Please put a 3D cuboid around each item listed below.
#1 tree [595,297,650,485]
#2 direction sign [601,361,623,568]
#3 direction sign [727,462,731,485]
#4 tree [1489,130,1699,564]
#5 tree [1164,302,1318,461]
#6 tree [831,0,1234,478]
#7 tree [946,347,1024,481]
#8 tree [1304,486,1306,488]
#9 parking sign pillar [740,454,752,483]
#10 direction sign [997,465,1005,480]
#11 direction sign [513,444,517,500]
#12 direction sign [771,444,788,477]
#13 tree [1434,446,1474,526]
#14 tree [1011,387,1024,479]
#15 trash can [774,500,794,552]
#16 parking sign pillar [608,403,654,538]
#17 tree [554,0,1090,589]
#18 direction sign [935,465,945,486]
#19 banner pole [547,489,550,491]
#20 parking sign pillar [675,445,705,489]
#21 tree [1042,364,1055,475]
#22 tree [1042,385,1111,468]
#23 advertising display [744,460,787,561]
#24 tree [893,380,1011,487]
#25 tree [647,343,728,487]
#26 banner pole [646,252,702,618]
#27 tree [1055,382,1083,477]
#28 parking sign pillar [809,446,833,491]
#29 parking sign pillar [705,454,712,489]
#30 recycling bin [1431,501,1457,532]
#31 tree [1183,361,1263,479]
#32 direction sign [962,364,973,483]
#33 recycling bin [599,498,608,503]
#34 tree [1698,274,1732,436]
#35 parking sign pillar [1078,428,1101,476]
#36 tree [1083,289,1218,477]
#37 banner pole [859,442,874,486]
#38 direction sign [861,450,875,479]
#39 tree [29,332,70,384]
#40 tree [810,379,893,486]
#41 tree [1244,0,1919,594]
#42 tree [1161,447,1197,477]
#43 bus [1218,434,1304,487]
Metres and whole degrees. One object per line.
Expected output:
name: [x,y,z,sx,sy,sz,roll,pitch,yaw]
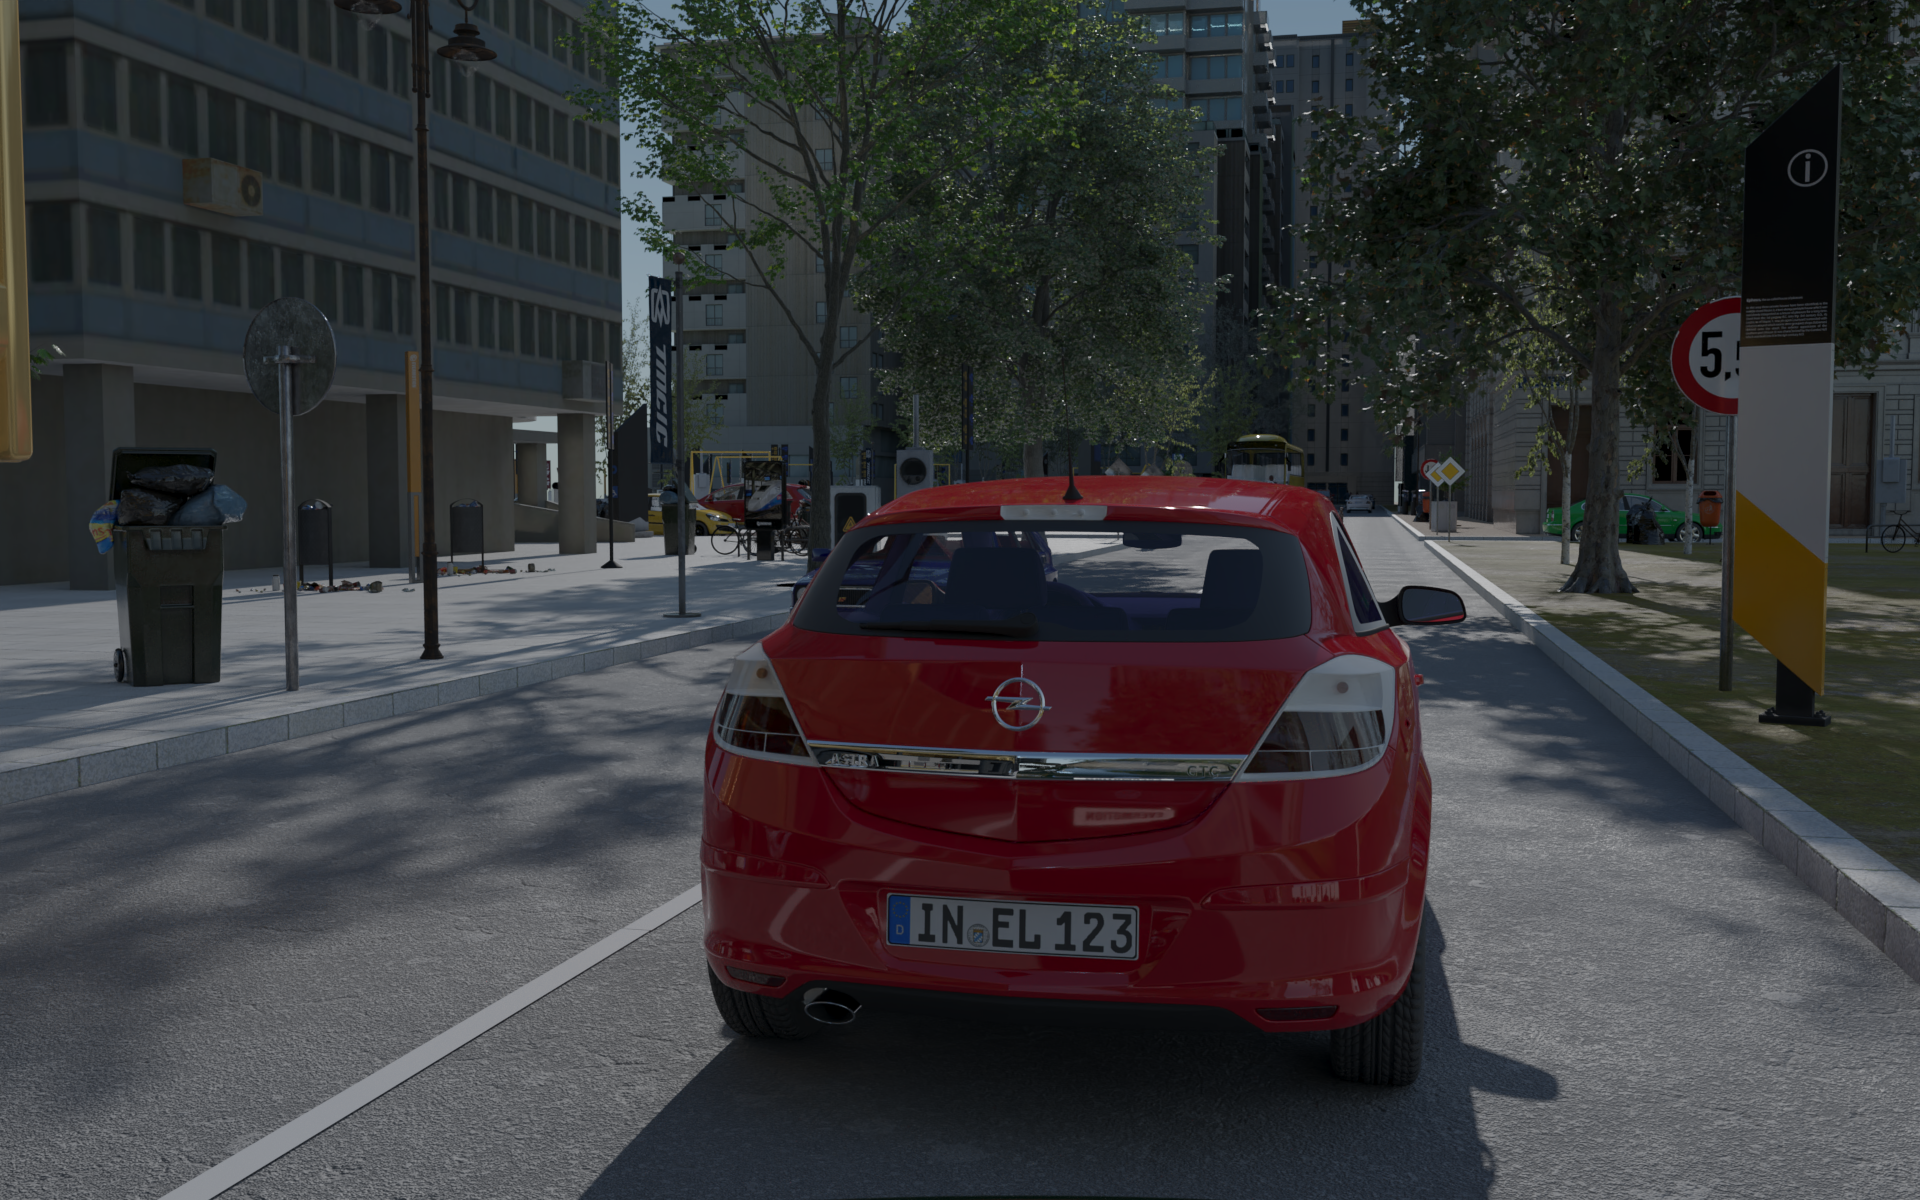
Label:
tree: [-12.820,-6.966,64.256,4.360,8.622,3.978,0,3,0]
direction sign: [-6.040,-2.320,29.929,0.379,3.537,0.876,0,4,-5]
direction sign: [-16.574,-8.092,124.294,0.379,3.537,0.876,1,4,11]
tree: [10.889,-4.970,31.625,4.360,8.622,3.978,0,3,0]
tree: [17.510,-12.264,110.890,12.009,13.543,11.850,0,3,0]
tree: [1.659,-8.203,40.780,9.857,13.997,8.962,0,3,0]
tree: [1.120,-7.934,80.079,4.360,8.622,3.978,0,3,0]
tree: [40.075,-12.882,205.226,1.663,3.219,1.824,0,3,0]
parking sign pillar: [-14.379,-7.873,117.195,1.447,3.967,1.447,-3,5,-39]
direction sign: [3.151,-8.690,134.079,0.876,3.537,0.379,-3,4,-38]
direction sign: [-17.723,-4.699,68.829,0.379,3.537,0.876,3,5,41]
direction sign: [-8.207,-5.315,78.902,0.876,3.537,0.379,1,4,23]
tree: [19.671,-4.563,69.201,1.663,3.219,1.824,0,3,0]
tree: [3.188,-9.777,110.208,4.737,8.622,4.395,0,3,0]
trash can: [-4.085,-1.654,38.699,0.748,1.137,0.748,0,3,0]
parking sign pillar: [-9.775,-3.823,50.986,1.447,3.967,1.447,2,4,31]
tree: [-1.797,-5.978,23.497,9.928,11.665,9.643,0,3,0]
direction sign: [-1.522,-8.588,132.418,0.876,3.537,0.379,-1,4,-23]
banner pole: [-33.061,-9.093,138.691,0.863,3.779,0.401,0,4,5]
parking sign pillar: [-14.536,-6.358,92.422,1.447,3.967,1.447,-1,4,-13]
tree: [5.549,-8.629,91.454,4.360,8.622,3.978,0,3,0]
tree: [7.662,-9.544,106.404,4.737,8.622,4.395,0,3,0]
advertising display: [-3.756,-1.725,33.413,0.974,1.923,0.123,2,4,33]
tree: [-0.477,-9.102,99.175,4.737,8.622,4.395,0,3,0]
tree: [-13.667,-8.257,85.363,4.737,8.622,4.395,0,3,0]
banner pole: [-2.986,-1.700,17.809,0.401,3.779,0.863,1,4,20]
tree: [7.245,-7.980,80.836,4.360,8.622,3.978,0,3,0]
parking sign pillar: [-7.744,-6.603,96.438,1.447,3.967,1.447,-1,4,-15]
parking sign pillar: [-16.967,-7.760,115.350,1.447,3.967,1.447,1,4,19]
recycling bin: [16.541,-2.852,59.180,0.722,1.027,0.722,0,4,2]
tree: [14.523,-8.854,95.128,4.737,8.622,4.395,0,3,0]
direction sign: [0.132,-2.359,30.574,0.379,3.537,0.876,1,4,12]
recycling bin: [-20.476,-5.277,98.831,0.722,1.027,0.722,3,5,44]
tree: [15.440,-5.300,37.015,4.360,8.622,3.978,0,3,0]
parking sign pillar: [5.033,-4.830,67.448,1.447,3.967,1.447,-1,4,-18]
tree: [6.916,-6.813,61.760,4.360,8.622,3.978,0,3,0]
banner pole: [-4.281,-5.663,82.614,0.401,3.779,0.863,2,4,29]
direction sign: [-4.738,-5.950,89.287,0.876,3.537,0.379,2,4,34]
tree: [-6.406,-0.944,10.032,1.663,3.219,1.824,0,3,0]
tree: [-7.173,-9.801,110.600,4.737,8.622,4.395,0,3,0]
tree: [8.524,-6.445,22.382,9.611,12.733,9.660,0,3,0]
tree: [8.978,-4.686,71.225,1.663,3.219,1.824,0,3,0]
bus: [13.234,-5.094,74.835,2.896,3.916,12.252,1,4,15]
